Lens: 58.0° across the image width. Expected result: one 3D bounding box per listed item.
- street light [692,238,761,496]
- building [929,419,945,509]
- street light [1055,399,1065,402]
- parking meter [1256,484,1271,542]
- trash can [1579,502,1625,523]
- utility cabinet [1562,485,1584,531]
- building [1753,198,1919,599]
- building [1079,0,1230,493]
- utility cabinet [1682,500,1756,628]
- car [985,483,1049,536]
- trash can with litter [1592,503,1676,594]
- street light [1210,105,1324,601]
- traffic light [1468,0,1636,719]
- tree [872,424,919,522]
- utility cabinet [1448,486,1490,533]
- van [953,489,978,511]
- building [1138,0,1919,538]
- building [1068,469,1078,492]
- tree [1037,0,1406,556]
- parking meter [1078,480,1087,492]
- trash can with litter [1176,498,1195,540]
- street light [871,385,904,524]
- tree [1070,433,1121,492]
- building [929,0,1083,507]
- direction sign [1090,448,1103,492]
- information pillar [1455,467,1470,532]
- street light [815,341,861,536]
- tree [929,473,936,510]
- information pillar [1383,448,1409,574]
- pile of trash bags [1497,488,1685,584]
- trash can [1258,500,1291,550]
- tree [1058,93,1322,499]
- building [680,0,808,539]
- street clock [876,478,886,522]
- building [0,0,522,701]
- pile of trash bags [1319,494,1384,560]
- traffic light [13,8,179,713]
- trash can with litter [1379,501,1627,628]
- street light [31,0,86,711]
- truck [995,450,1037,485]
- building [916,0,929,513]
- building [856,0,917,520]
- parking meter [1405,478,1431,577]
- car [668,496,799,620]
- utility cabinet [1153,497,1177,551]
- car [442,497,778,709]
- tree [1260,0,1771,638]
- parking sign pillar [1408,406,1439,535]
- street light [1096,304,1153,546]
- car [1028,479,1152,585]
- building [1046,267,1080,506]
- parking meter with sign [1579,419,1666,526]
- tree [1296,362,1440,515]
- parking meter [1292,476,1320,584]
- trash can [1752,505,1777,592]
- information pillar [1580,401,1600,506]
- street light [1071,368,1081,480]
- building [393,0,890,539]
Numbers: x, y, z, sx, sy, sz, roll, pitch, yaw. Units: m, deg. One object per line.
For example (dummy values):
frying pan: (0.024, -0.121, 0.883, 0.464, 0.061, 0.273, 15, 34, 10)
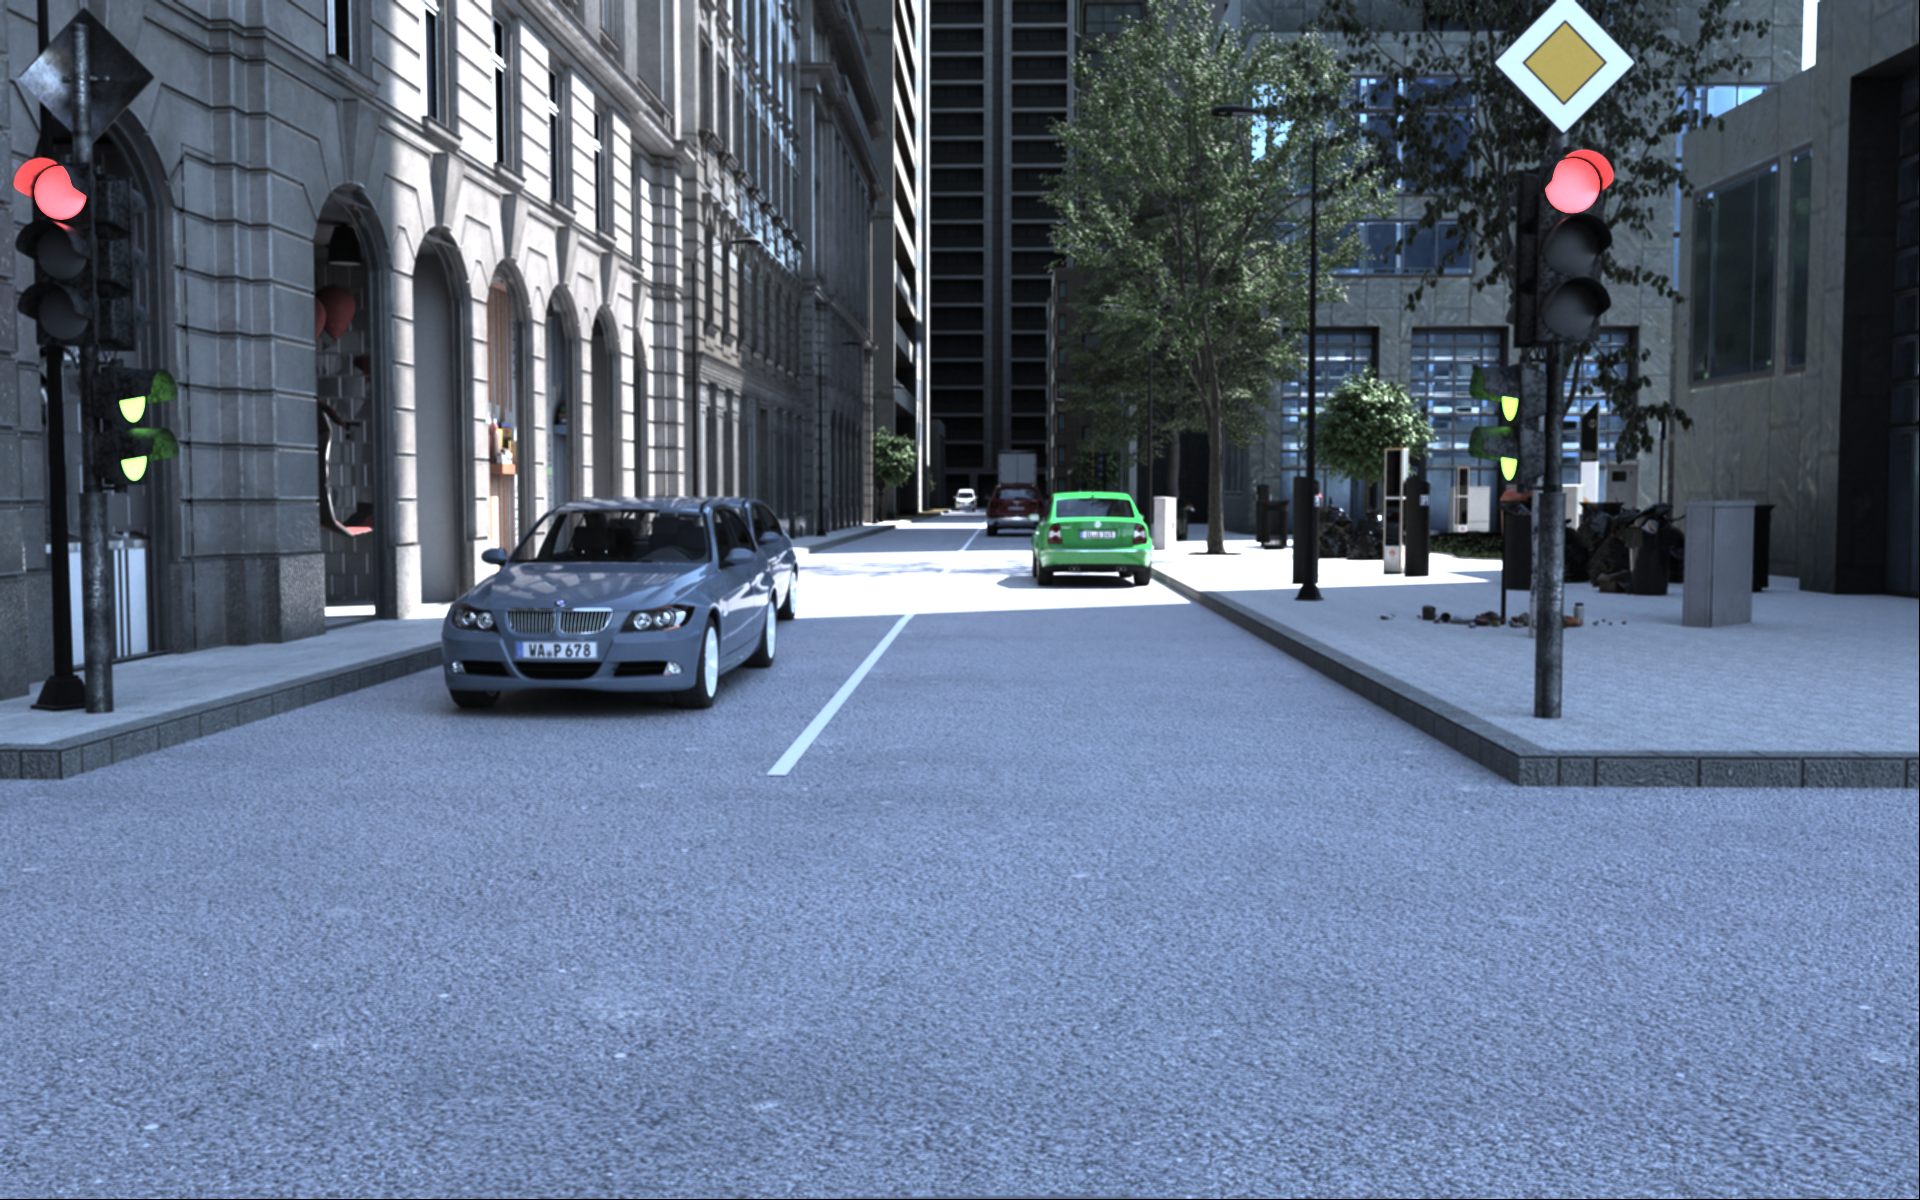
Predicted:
street light: (-4.299, -3.611, 31.574, 1.470, 5.913, 1.316, 0, 4, 2)
building: (-17.195, -51.144, 148.873, 31.000, 86.520, 22.319, 0, 4, 2)
street light: (5.353, -6.876, 84.971, 1.470, 5.913, 1.316, 0, 4, 2)
parking meter: (8.065, -2.300, 46.013, 0.372, 1.533, 0.369, 0, 3, 0)
trash can: (10.886, -1.087, 29.419, 0.748, 1.137, 0.748, 0, 3, 0)
utility cabinet: (14.150, -1.976, 40.984, 0.318, 1.500, 1.173, -3, 4, -36)
building: (26.640, -43.152, 18.200, 31.000, 86.520, 22.319, 0, 4, 2)
building: (13.912, -20.129, 100.811, 14.160, 30.474, 14.107, 0, 4, 2)
utility cabinet: (7.456, -0.359, 17.029, 1.020, 1.237, 0.306, -3, 5, -45)
car: (1.983, -3.168, 60.473, 2.281, 1.827, 5.304, 0, 4, 2)
trash can with litter: (8.629, -0.665, 22.258, 0.624, 1.170, 1.055, -2, 4, -32)
street light: (3.693, -2.954, 20.844, 1.470, 5.913, 1.316, 0, 4, 2)
traffic light: (3.363, -1.280, 9.850, 0.839, 4.253, 0.868, 0, 4, 2)
tree: (-3.585, -5.979, 81.470, 4.285, 4.588, 4.351, 0, 3, 0)
utility cabinet: (14.882, -2.567, 50.656, 1.173, 1.500, 0.318, -1, 4, -15)
van: (0.476, -8.434, 144.902, 2.013, 2.044, 4.112, 0, 4, 1)
building: (18.662, -46.138, 67.024, 22.319, 86.520, 31.000, 0, 4, 2)
building: (23.794, -26.139, 119.258, 32.217, 40.220, 23.993, 0, 4, 2)
tree: (5.236, -6.760, 36.277, 9.928, 11.665, 9.643, 0, 3, 0)
parking meter: (5.235, -4.162, 73.758, 0.255, 1.863, 0.399, -2, 4, -26)
trash can with litter: (6.009, -2.239, 47.996, 0.624, 1.170, 1.055, 2, 4, 34)
street light: (-3.097, -6.211, 74.093, 1.470, 5.913, 1.316, 0, 4, 2)
tree: (7.389, -6.652, 92.476, 4.285, 4.588, 4.351, 0, 3, 0)
building: (6.812, -45.236, 177.862, 20.611, 71.187, 20.563, 0, 4, 2)
direction sign: (6.626, -5.640, 84.214, 0.379, 3.537, 0.876, -3, 5, -41)
information pillar: (13.630, -2.601, 47.024, 0.304, 2.012, 0.304, 0, 4, 5)
street light: (-3.706, -4.909, 52.805, 1.470, 5.913, 1.316, 0, 4, 2)
tree: (-2.638, -8.781, 138.178, 1.663, 3.219, 1.824, 0, 3, 0)
information pillar: (6.984, -1.422, 27.749, 0.304, 2.012, 0.304, 2, 4, 33)
pile of trash bags: (8.985, -0.928, 24.918, 3.447, 1.369, 1.912, -2, 4, -34)
trash can: (7.267, -1.737, 40.051, 0.748, 1.137, 0.748, 0, 3, 0)
tree: (6.570, -8.048, 49.712, 7.486, 12.596, 7.792, 0, 3, 0)
building: (-9.594, -11.871, 43.241, 9.793, 20.994, 18.267, 0, 4, 2)
street clock: (-3.576, -4.505, 78.228, 0.471, 2.002, 0.358, 1, 4, 12)
building: (-11.489, -10.986, 21.421, 13.314, 21.916, 24.055, 0, 4, 2)
pile of trash bags: (7.902, -1.558, 35.219, 1.912, 1.369, 3.447, -2, 4, -24)
traffic light: (-5.046, -1.294, 10.070, 0.839, 4.253, 0.868, 0, 4, 2)
trash can with litter: (5.333, -0.380, 17.270, 2.233, 1.210, 1.678, 3, 5, 39)
street light: (-4.837, -2.303, 10.201, 1.470, 5.913, 1.316, 0, 4, 2)
truck: (3.762, -7.761, 115.804, 2.839, 4.237, 11.283, 0, 4, 1)
building: (-13.272, -35.376, 120.389, 21.231, 58.520, 28.212, 0, 4, 2)
building: (-13.624, -28.877, 95.834, 21.300, 48.544, 21.600, 0, 4, 2)
parking meter: (7.132, -1.137, 26.995, 0.372, 1.533, 0.369, 0, 3, 0)
car: (-2.829, -0.400, 18.550, 2.014, 1.417, 4.499, 0, 4, 3)
utility cabinet: (4.715, -1.750, 39.777, 0.306, 1.237, 1.020, 1, 4, 21)
car: (-2.465, -0.068, 13.114, 2.014, 1.417, 4.499, 0, 4, 2)
tree: (4.985, -3.956, 15.044, 4.360, 8.622, 3.978, 0, 3, 0)
parking sign pillar: (13.810, -3.915, 52.486, 1.447, 3.967, 1.447, 1, 4, 22)
street light: (4.116, -4.279, 42.509, 1.470, 5.913, 1.316, 0, 4, 2)
car: (2.111, -1.207, 28.526, 1.959, 1.807, 4.718, 0, 4, 0)
building: (21.417, -18.426, 146.310, 27.650, 21.520, 28.899, 0, 4, 2)
parking meter with sign: (14.709, -2.585, 38.534, 1.738, 3.016, 0.543, 1, 4, 17)
tree: (10.155, -3.620, 42.903, 4.285, 4.588, 4.351, 0, 3, 0)
parking meter: (4.965, -1.006, 24.854, 0.372, 1.533, 0.369, 0, 3, 0)
trash can: (10.347, -0.685, 22.855, 0.748, 1.137, 0.748, 0, 3, 0)
information pillar: (16.015, -3.221, 44.023, 0.183, 3.616, 0.504, -2, 4, -33)
street light: (4.786, -5.578, 63.738, 1.470, 5.913, 1.316, 0, 4, 2)
building: (-10.035, -13.612, 64.356, 13.314, 21.916, 24.055, 0, 4, 2)
